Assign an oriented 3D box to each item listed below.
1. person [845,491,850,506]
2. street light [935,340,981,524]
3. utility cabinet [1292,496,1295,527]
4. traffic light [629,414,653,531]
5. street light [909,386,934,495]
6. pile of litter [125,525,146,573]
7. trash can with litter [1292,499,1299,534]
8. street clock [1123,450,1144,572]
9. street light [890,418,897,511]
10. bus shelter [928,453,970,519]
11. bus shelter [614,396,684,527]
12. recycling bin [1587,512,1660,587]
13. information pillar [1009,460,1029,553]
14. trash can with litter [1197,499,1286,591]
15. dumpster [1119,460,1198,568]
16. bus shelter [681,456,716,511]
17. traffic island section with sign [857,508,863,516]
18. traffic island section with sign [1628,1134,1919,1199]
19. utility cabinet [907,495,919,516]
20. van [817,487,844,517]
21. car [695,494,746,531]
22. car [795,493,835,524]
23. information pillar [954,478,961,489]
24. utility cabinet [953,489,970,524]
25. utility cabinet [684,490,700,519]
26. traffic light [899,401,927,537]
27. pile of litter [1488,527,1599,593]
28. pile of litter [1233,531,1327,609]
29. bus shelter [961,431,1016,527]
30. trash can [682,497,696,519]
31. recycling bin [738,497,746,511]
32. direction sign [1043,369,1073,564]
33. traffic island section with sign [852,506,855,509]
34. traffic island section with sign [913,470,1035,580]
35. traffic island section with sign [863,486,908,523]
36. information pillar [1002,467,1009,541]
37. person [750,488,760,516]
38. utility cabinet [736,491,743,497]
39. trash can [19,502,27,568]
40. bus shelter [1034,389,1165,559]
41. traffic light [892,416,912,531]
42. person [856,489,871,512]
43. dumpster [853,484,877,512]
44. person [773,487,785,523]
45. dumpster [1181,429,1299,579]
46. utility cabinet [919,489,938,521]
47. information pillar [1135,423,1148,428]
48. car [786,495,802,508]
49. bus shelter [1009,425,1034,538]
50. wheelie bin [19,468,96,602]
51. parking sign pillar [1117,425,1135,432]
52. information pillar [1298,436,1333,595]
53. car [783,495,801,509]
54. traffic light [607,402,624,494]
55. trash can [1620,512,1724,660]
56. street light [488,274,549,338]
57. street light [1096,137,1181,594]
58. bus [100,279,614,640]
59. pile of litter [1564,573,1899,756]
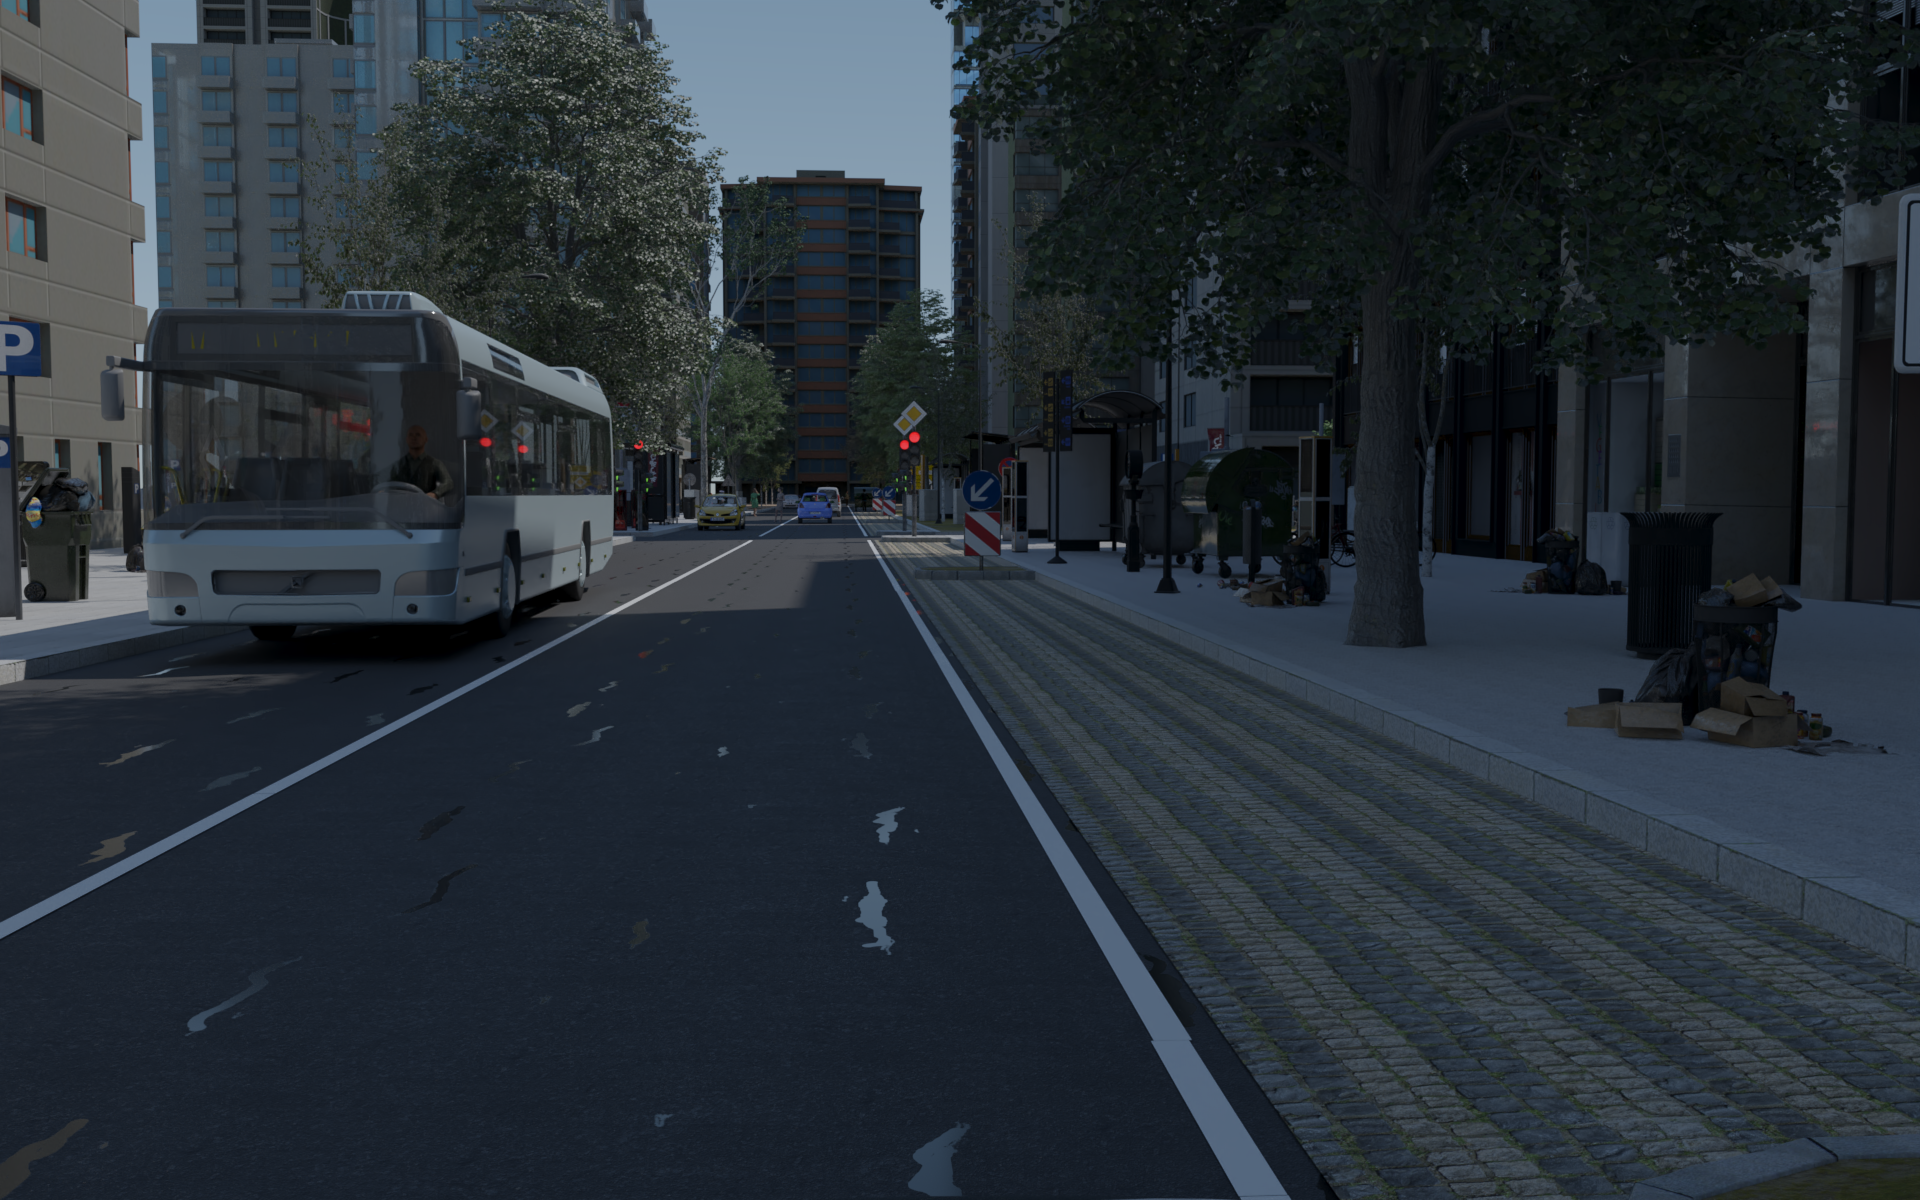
[{"bbox_3d":[-13.650,-12.306,209.800,0.705,1.812,1.348,1,4,22],"label":"person"},{"bbox_3d":[0.062,-4.875,52.251,1.470,5.913,1.316,0,4,-4],"label":"street light"},{"bbox_3d":[12.776,-3.498,68.352,0.306,1.237,1.020,-2,4,-25],"label":"utility cabinet"},{"bbox_3d":[-10.988,-4.316,59.495,0.839,4.253,0.868,0,4,-4],"label":"traffic light"},{"bbox_3d":[-1.460,-6.242,74.601,1.470,5.913,1.316,0,4,-4],"label":"street light"},{"bbox_3d":[-13.240,-0.922,29.034,1.176,0.858,1.719,1,4,22],"label":"pile of litter"},{"bbox_3d":[8.760,-1.944,43.169,1.055,1.170,0.624,-2,4,-31],"label":"trash can with litter"},{"bbox_3d":[2.857,-1.464,28.504,0.358,2.002,0.471,0,4,-6],"label":"street clock"},{"bbox_3d":[-3.555,-8.075,104.567,1.470,5.913,1.316,0,4,-4],"label":"street light"},{"bbox_3d":[-0.500,-5.705,87.198,2.014,3.302,5.546,0,4,-4],"label":"bus shelter"},{"bbox_3d":[-12.916,-5.764,71.865,2.179,5.291,8.768,0,4,-4],"label":"bus shelter"},{"bbox_3d":[9.273,-0.713,24.213,0.722,1.027,0.722,-1,4,-17],"label":"recycling bin"},{"bbox_3d":[1.314,-2.048,37.979,0.304,2.012,0.304,-1,4,-14],"label":"information pillar"},{"bbox_3d":[4.098,-0.777,23.769,1.678,1.210,2.233,0,4,7],"label":"trash can with litter"},{"bbox_3d":[3.570,-1.519,30.592,1.264,1.857,1.865,0,4,-4],"label":"dumpster"},{"bbox_3d":[-16.600,-7.281,110.333,1.731,3.624,6.357,0,4,-4],"label":"bus shelter"},{"bbox_3d":[-5.481,-6.332,112.157,1.989,1.847,2.006,0,4,-4],"label":"traffic island section with sign"},{"bbox_3d":[2.068,0.379,2.436,1.989,1.847,2.006,0,4,-4],"label":"traffic island section with sign"},{"bbox_3d":[-2.740,-5.489,100.902,0.306,1.237,1.020,-2,4,-35],"label":"utility cabinet"},{"bbox_3d":[-8.342,-6.259,109.344,2.013,2.044,4.112,0,4,-4],"label":"van"},{"bbox_3d":[-9.540,-3.613,69.289,2.015,1.641,3.980,0,4,-3],"label":"car"},{"bbox_3d":[-7.152,-4.635,85.371,1.945,1.707,3.694,0,4,-5],"label":"car"},{"bbox_3d":[-0.097,-4.476,77.676,0.304,2.012,0.304,0,4,5],"label":"information pillar"},{"bbox_3d":[0.299,-3.921,72.791,1.173,1.500,0.318,-2,4,-31],"label":"utility cabinet"},{"bbox_3d":[-13.717,-4.893,88.676,0.318,1.500,1.173,-2,4,-34],"label":"utility cabinet"},{"bbox_3d":[-1.401,-3.868,52.164,0.839,4.253,0.868,0,4,-4],"label":"traffic light"},{"bbox_3d":[7.819,-0.520,22.475,1.176,0.858,1.719,-3,5,-45],"label":"pile of litter"},{"bbox_3d":[3.738,-0.384,20.247,1.176,0.858,1.719,2,4,34],"label":"pile of litter"},{"bbox_3d":[1.102,-4.668,67.597,1.731,3.624,6.357,0,4,-4],"label":"bus shelter"},{"bbox_3d":[-13.679,-4.642,87.551,0.748,1.137,0.748,0,3,0],"label":"trash can"},{"bbox_3d":[-16.579,-7.216,130.532,0.722,1.027,0.722,2,4,24],"label":"recycling bin"},{"bbox_3d":[1.795,-2.440,31.895,0.379,3.537,0.876,-2,4,-33],"label":"direction sign"},{"bbox_3d":[-8.885,-9.366,161.763,1.989,1.847,2.006,0,4,-4],"label":"traffic island section with sign"},{"bbox_3d":[0.205,-1.281,29.567,1.989,1.847,2.006,0,4,-4],"label":"traffic island section with sign"},{"bbox_3d":[-3.596,-4.658,84.788,1.989,1.847,2.006,0,4,-4],"label":"traffic island section with sign"},{"bbox_3d":[1.351,-2.612,47.203,0.304,2.012,0.304,2,4,28],"label":"information pillar"},{"bbox_3d":[-13.175,-6.257,111.045,0.600,1.795,0.529,0,4,5],"label":"person"},{"bbox_3d":[-16.878,-7.535,131.880,0.318,1.500,1.173,1,4,10],"label":"utility cabinet"},{"bbox_3d":[-16.537,-1.143,30.348,0.748,1.137,0.748,0,3,0],"label":"trash can"},{"bbox_3d":[2.923,-2.594,36.330,2.014,3.302,5.546,0,4,-4],"label":"bus shelter"},{"bbox_3d":[-1.949,-4.355,60.130,0.839,4.253,0.868,0,4,-4],"label":"traffic light"},{"bbox_3d":[-7.694,-7.994,138.832,1.348,1.869,0.705,-3,4,-37],"label":"person"},{"bbox_3d":[-7.766,-8.411,142.478,1.985,2.255,1.502,0,4,-5],"label":"dumpster"},{"bbox_3d":[-9.065,-4.764,86.730,0.599,1.781,0.374,3,4,37],"label":"person"},{"bbox_3d":[4.373,-1.499,27.002,1.502,2.255,1.985,0,4,-4],"label":"dumpster"},{"bbox_3d":[-1.469,-4.473,81.815,0.318,1.500,1.173,2,4,32],"label":"utility cabinet"},{"bbox_3d":[5.022,-3.466,48.017,0.183,3.616,0.504,-2,4,-33],"label":"information pillar"},{"bbox_3d":[-16.879,-10.039,176.720,1.945,1.354,3.894,0,4,-4],"label":"car"},{"bbox_3d":[2.603,-3.293,47.758,2.014,3.302,5.546,0,4,-4],"label":"bus shelter"},{"bbox_3d":[-10.858,-0.794,20.888,0.693,1.594,0.980,0,4,-6],"label":"wheelie bin"},{"bbox_3d":[5.180,-3.890,52.076,1.447,3.967,1.447,2,4,29],"label":"parking sign pillar"},{"bbox_3d":[4.533,-1.078,22.121,0.304,2.012,0.304,-2,4,-29],"label":"information pillar"},{"bbox_3d":[-16.592,-9.642,170.016,2.083,1.381,4.827,0,4,-4],"label":"car"},{"bbox_3d":[-10.440,-3.829,51.528,0.839,4.253,0.868,0,4,-4],"label":"traffic light"},{"bbox_3d":[5.527,-0.113,13.495,0.748,1.137,0.748,0,3,0],"label":"trash can"},{"bbox_3d":[-9.362,-3.919,36.610,1.470,5.913,1.316,0,4,-4],"label":"street light"},{"bbox_3d":[2.152,-3.042,22.285,1.470,5.913,1.316,0,4,-4],"label":"street light"},{"bbox_3d":[-6.003,-1.534,19.946,2.948,3.499,13.247,0,4,-5],"label":"bus"},{"bbox_3d":[4.003,0.291,9.200,1.176,0.858,1.719,-1,4,-17],"label":"pile of litter"}]
